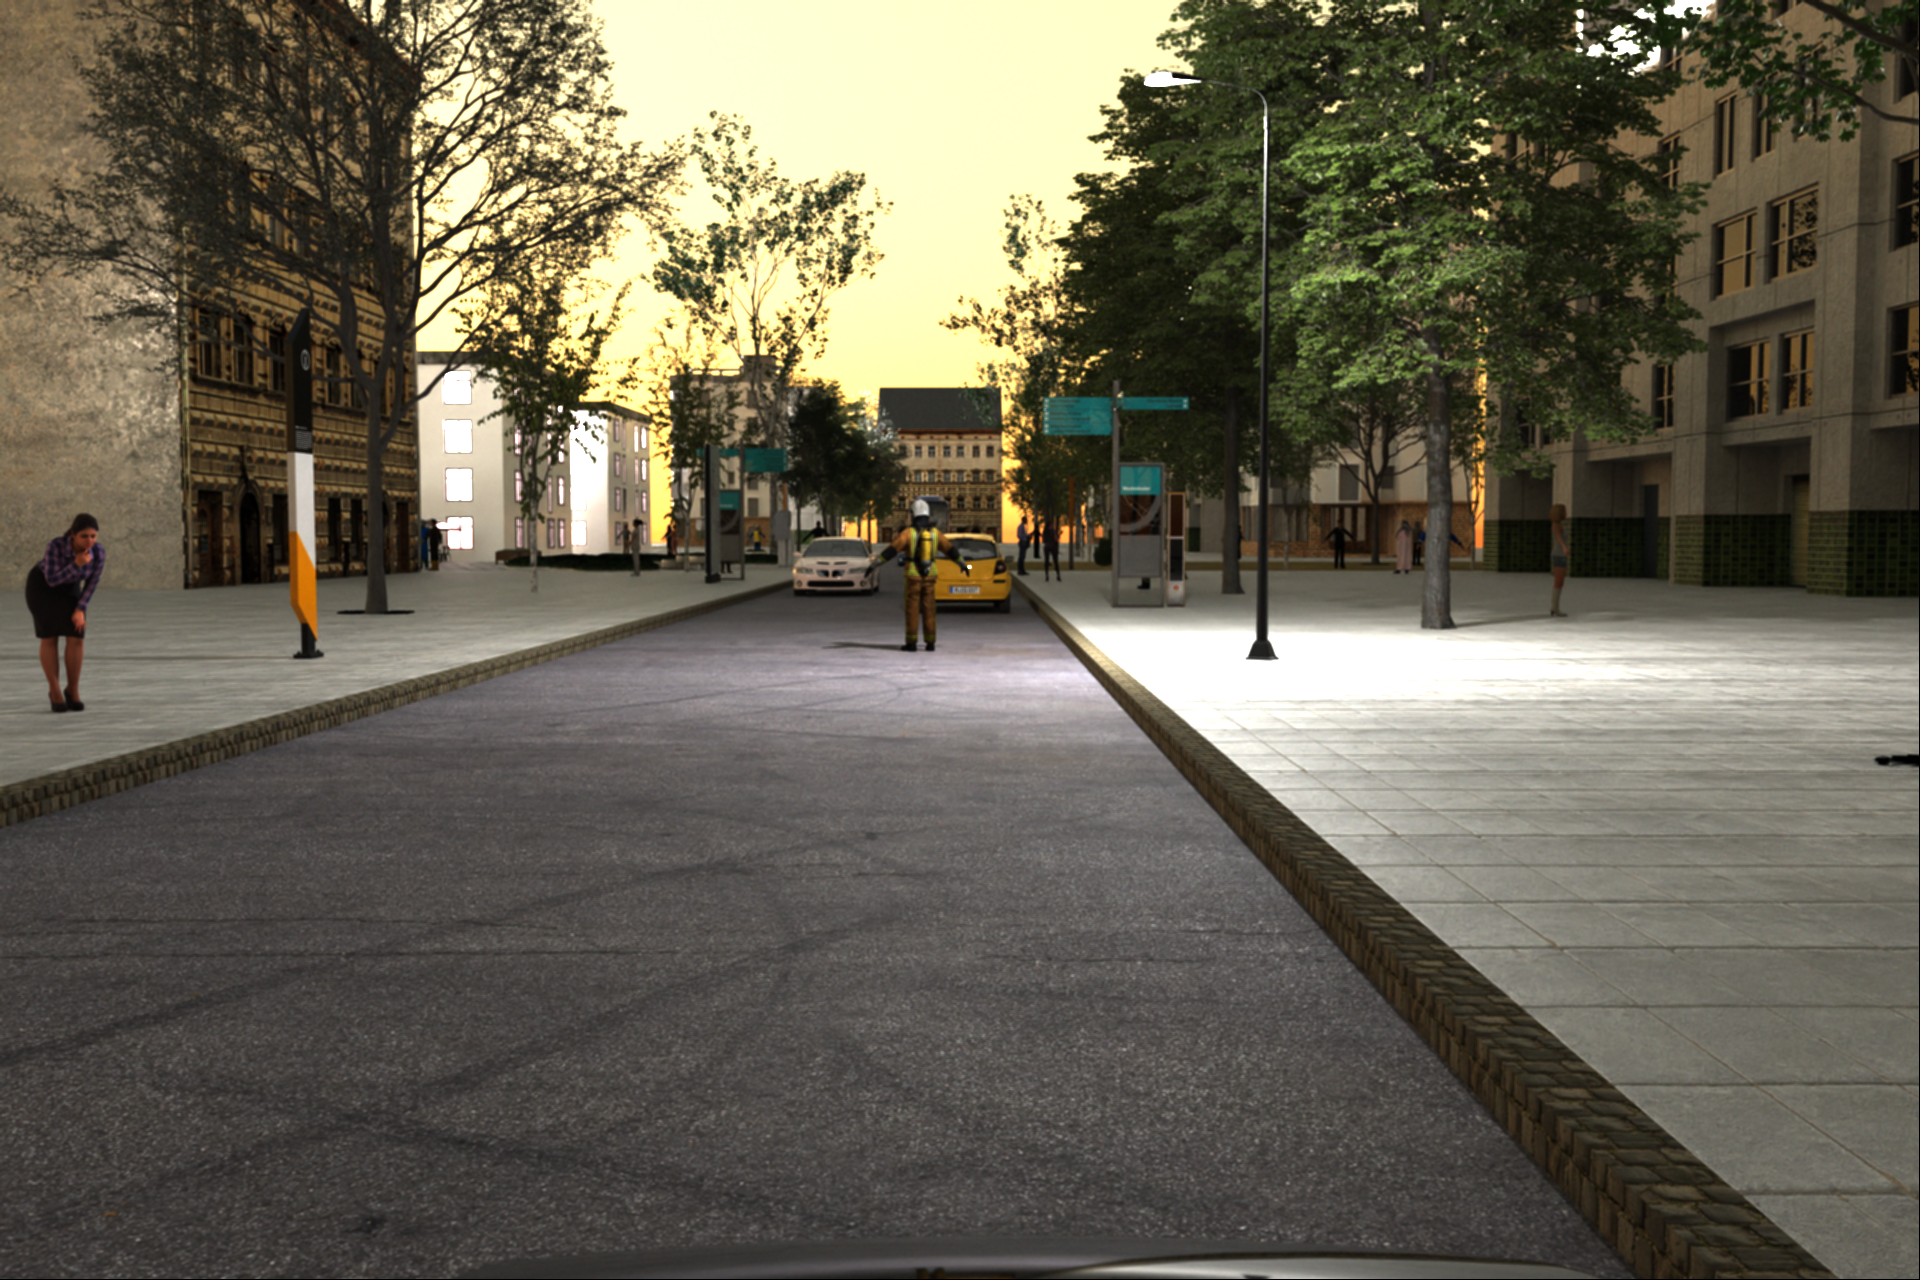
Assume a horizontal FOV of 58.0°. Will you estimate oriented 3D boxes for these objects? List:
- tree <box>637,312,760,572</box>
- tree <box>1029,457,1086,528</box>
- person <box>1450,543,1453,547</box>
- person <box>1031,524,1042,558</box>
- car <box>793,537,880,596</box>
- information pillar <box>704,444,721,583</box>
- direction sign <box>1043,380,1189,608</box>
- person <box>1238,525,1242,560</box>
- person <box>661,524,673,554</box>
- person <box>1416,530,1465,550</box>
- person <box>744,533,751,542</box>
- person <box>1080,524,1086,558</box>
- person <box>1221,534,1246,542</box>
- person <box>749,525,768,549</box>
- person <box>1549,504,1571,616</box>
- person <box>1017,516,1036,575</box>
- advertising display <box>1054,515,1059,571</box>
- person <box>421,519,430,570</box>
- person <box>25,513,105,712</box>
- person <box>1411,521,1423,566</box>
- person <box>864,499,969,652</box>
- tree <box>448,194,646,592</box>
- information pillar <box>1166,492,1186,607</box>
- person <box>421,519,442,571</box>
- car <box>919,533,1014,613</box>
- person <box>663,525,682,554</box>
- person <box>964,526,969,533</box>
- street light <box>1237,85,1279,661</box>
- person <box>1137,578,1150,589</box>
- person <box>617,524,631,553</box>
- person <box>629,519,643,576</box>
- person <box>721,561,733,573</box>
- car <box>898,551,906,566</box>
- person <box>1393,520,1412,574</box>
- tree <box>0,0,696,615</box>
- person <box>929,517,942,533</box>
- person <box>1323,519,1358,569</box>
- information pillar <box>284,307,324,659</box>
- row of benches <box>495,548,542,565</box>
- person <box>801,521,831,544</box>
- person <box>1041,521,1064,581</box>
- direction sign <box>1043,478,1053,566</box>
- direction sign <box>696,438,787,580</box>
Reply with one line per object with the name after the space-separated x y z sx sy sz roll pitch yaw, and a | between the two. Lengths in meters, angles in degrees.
-9.103 -6.623 58.646 4.737 8.622 4.395 0 3 0 | tree
14.432 -21.524 258.570 9.857 13.997 8.962 0 3 0 | tree
18.700 -3.510 66.647 0.991 1.433 0.599 -3 5 -45 | person
4.093 -5.227 91.652 0.705 1.806 1.347 -2 4 -33 | person
-2.938 -1.800 41.784 2.083 1.381 4.827 0 4 0 | car
-6.545 -3.333 45.808 0.184 3.620 1.656 0 4 0 | information pillar
2.709 -2.497 29.592 2.525 3.948 1.411 0 3 0 | direction sign
13.805 -4.872 86.384 0.721 1.740 1.216 2 4 29 | person
-16.855 -5.785 100.371 0.705 1.856 1.354 -3 5 -44 | person
11.700 -2.223 42.326 1.345 1.831 0.704 -1 4 -18 | person
-10.352 -4.520 80.095 1.347 1.806 0.705 0 4 -8 | person
6.662 -5.414 94.664 0.704 1.843 1.345 0 4 5 | person
12.837 -4.620 81.513 1.349 1.833 0.705 3 5 40 | person
-10.906 -5.328 93.578 1.216 1.772 0.721 2 4 27 | person
9.445 -1.251 27.073 0.721 1.753 1.214 1 4 16 | person
2.076 -2.935 53.903 0.599 1.838 0.709 1 4 10 | person
3.356 -3.375 60.394 0.123 1.923 0.974 0 4 0 | advertising display
-19.388 -3.445 62.452 1.347 1.817 0.704 1 4 13 | person
-6.392 -0.194 12.443 0.697 1.427 0.421 3 4 36 | person
18.631 -3.938 70.509 0.705 1.813 1.348 -3 4 -36 | person
-0.497 -0.794 21.202 1.354 1.858 0.705 -1 4 -20 | person
-9.266 -5.381 38.342 4.737 8.622 4.395 0 3 0 | tree
3.809 -1.598 30.622 0.304 2.012 0.304 0 3 0 | information pillar
-18.531 -3.351 60.932 0.704 1.812 1.346 1 4 13 | person
0.047 -1.376 32.724 2.015 1.641 3.980 0 4 -1 | car
-13.603 -4.605 82.093 0.721 1.733 1.217 2 4 32 | person
0.327 -3.656 68.954 1.216 1.740 0.721 -3 5 -40 | person
3.631 -2.752 17.542 1.470 5.913 1.316 0 3 0 | street light
4.291 -2.113 40.419 0.704 1.845 1.351 0 4 1 | person
-17.688 -5.238 91.909 1.348 1.796 0.705 1 4 23 | person
-10.011 -2.833 53.088 0.721 1.739 1.217 0 4 -3 | person
-7.623 -3.056 56.735 1.217 1.736 0.721 -3 5 -42 | person
-1.873 -4.049 78.210 2.014 1.417 4.499 0 4 1 | car
14.416 -3.027 56.197 0.551 1.740 0.621 -2 4 -35 | person
-9.383 -7.173 27.645 12.009 13.543 11.850 0 3 0 | tree
-0.660 -2.024 41.411 1.347 1.847 0.705 -2 4 -31 | person
14.145 -3.580 64.460 1.347 1.837 0.705 0 4 -5 | person
-6.756 -1.616 17.769 0.183 3.616 0.504 0 4 1 | information pillar
-18.797 -3.562 73.705 1.422 0.672 4.104 0 4 6 | row of benches
-5.609 -3.812 68.544 1.346 1.802 0.704 -1 4 -21 | person
2.505 -2.415 47.004 0.593 1.643 0.415 -2 4 -23 | person
3.568 -4.781 70.166 0.379 3.537 0.876 0 4 0 | direction sign
-6.068 -3.671 48.782 2.525 3.948 1.411 0 4 0 | direction sign
